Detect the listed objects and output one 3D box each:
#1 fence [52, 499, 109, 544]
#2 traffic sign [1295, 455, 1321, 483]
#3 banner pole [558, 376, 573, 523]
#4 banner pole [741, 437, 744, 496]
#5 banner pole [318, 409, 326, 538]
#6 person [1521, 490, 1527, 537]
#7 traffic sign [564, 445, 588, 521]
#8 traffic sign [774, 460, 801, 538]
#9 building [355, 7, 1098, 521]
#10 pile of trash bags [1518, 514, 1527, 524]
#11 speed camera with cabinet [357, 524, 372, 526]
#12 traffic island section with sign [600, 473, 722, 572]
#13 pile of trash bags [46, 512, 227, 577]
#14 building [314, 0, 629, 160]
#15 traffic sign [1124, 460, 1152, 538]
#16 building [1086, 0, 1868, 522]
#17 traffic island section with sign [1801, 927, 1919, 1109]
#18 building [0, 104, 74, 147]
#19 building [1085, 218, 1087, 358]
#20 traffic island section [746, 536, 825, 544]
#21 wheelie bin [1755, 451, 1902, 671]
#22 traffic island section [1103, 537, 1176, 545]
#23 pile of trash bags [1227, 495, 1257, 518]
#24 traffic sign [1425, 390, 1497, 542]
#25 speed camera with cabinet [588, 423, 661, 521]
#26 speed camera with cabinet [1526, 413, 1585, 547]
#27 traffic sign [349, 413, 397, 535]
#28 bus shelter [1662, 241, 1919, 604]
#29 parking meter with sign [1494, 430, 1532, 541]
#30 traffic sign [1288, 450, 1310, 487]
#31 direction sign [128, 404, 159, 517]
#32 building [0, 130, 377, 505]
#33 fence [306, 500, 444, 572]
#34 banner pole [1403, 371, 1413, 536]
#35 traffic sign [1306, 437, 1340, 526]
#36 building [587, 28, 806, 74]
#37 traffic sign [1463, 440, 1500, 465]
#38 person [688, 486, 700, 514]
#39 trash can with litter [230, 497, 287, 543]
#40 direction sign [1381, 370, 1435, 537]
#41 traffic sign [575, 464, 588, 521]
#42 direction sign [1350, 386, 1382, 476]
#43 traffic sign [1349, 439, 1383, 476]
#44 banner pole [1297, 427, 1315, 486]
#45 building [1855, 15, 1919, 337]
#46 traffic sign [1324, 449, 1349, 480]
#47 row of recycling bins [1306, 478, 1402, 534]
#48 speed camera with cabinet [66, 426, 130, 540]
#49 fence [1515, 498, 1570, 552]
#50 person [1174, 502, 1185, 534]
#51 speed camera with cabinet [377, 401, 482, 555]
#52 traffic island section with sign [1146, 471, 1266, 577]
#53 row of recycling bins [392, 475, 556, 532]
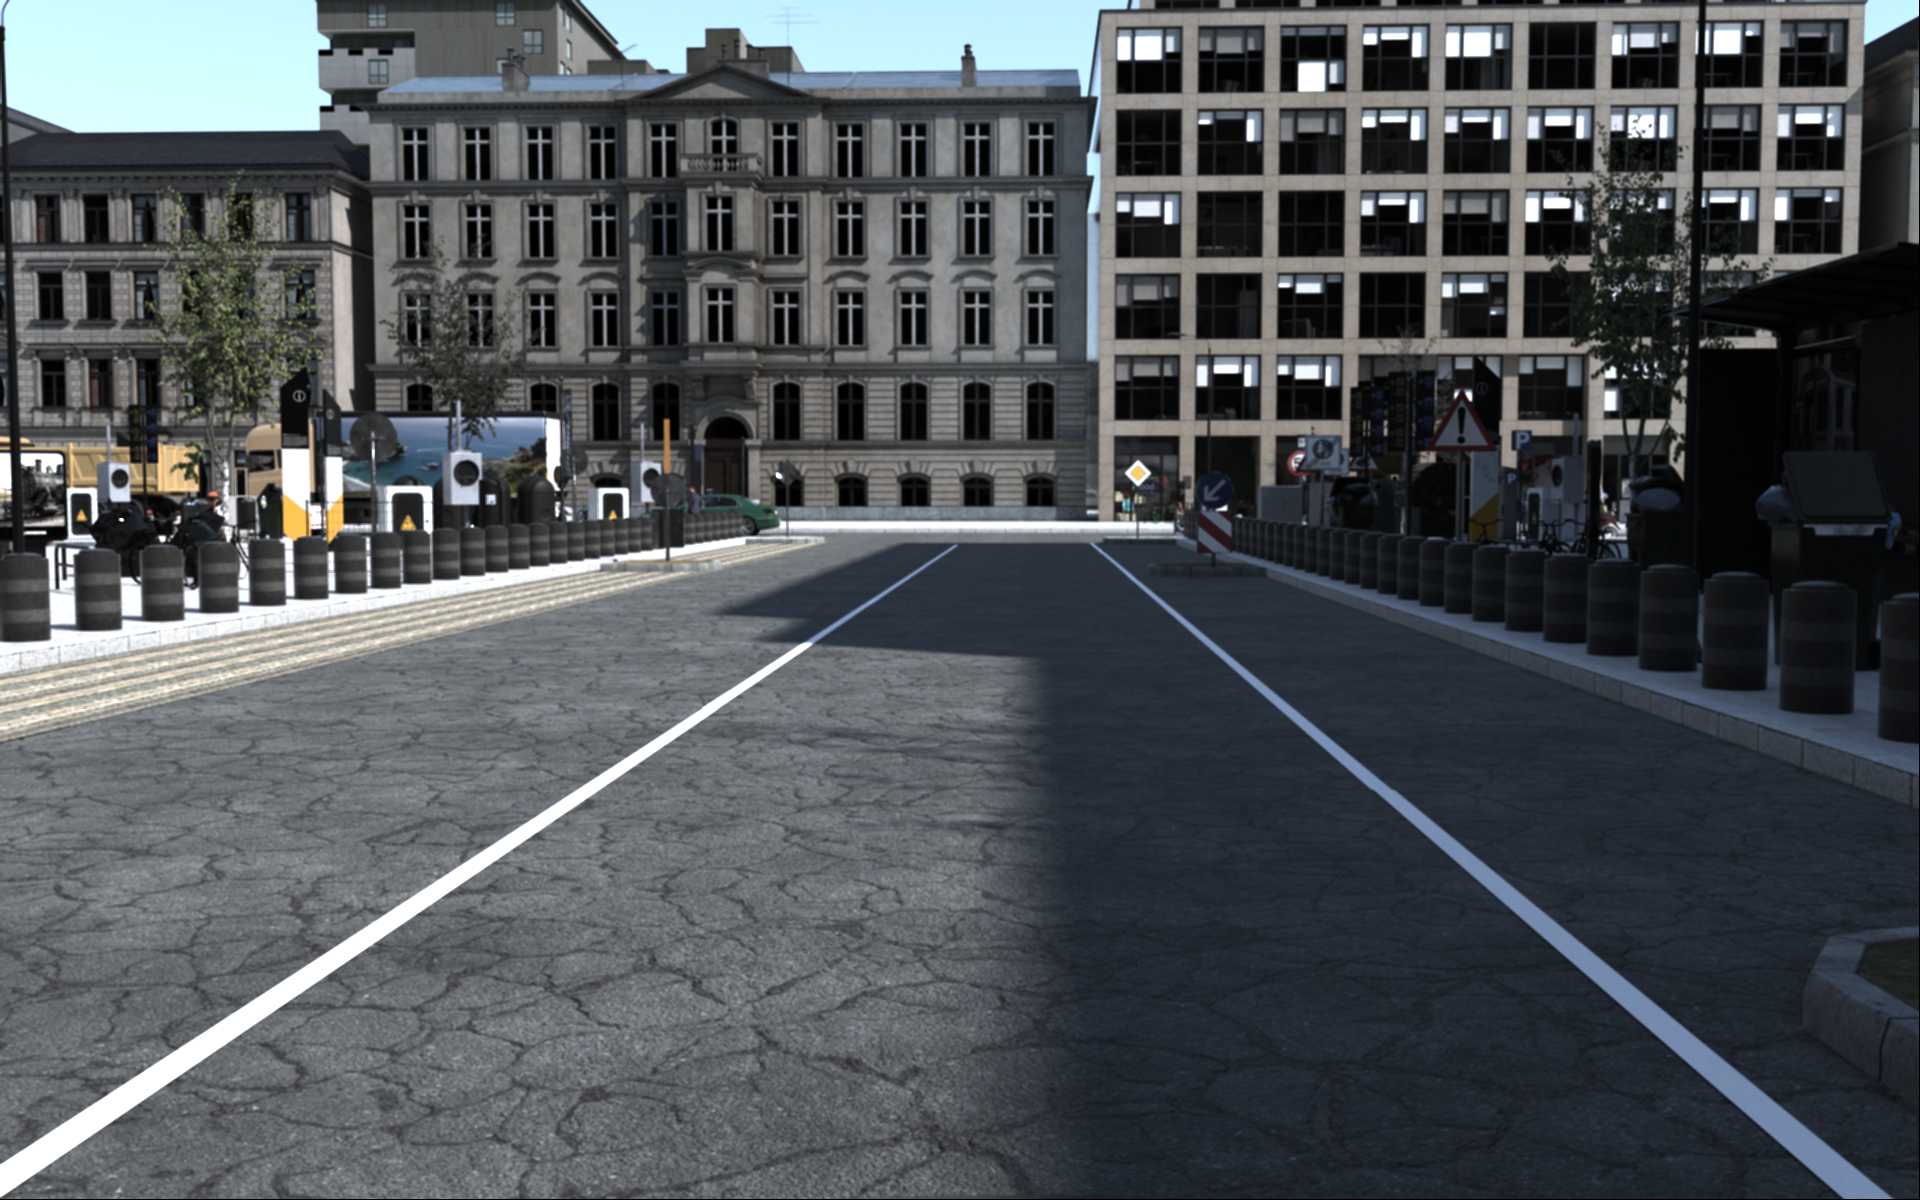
[{"bbox_3d":[-21.737,-1.881,41.955,2.264,1.192,0.480,-3,5,-41],"label":"fence"},{"bbox_3d":[8.714,-2.619,42.830,0.884,2.594,0.081,0,4,3],"label":"traffic sign"},{"bbox_3d":[-8.305,-2.843,36.495,0.401,3.779,0.863,-2,4,-32],"label":"banner pole"},{"bbox_3d":[-9.510,-5.260,76.016,0.401,3.779,0.863,0,4,-3],"label":"banner pole"},{"bbox_3d":[-18.759,-3.743,51.222,0.401,3.779,0.863,1,4,11],"label":"banner pole"},{"bbox_3d":[18.288,-2.756,55.780,0.499,1.552,0.429,1,4,18],"label":"person"},{"bbox_3d":[-10.116,-2.768,45.363,0.768,2.556,0.104,0,4,6],"label":"traffic sign"},{"bbox_3d":[-5.064,-2.885,50.817,0.795,2.450,0.064,0,4,2],"label":"traffic sign"},{"bbox_3d":[-10.751,-16.349,86.392,34.723,24.649,14.460,0,4,2],"label":"building"},{"bbox_3d":[24.479,-3.959,74.476,3.447,1.369,1.912,1,4,17],"label":"pile of trash bags"},{"bbox_3d":[-23.447,-4.652,70.401,2.038,3.252,0.660,-3,4,-36],"label":"speed camera with cabinet"},{"bbox_3d":[-5.534,-1.459,32.476,1.989,1.847,2.006,0,4,2],"label":"traffic island section with sign"},{"bbox_3d":[-13.241,-1.081,27.421,3.447,1.369,1.912,0,4,2],"label":"pile of trash bags"},{"bbox_3d":[-51.375,-36.312,182.942,27.495,52.752,28.713,0,4,2],"label":"building"},{"bbox_3d":[5.170,-2.858,50.364,0.795,2.450,0.064,0,4,2],"label":"traffic sign"},{"bbox_3d":[23.791,-17.344,88.091,34.151,26.468,19.350,0,4,2],"label":"building"},{"bbox_3d":[3.237,0.275,4.137,1.989,1.847,2.006,0,4,2],"label":"traffic island section with sign"},{"bbox_3d":[-62.527,-16.509,88.993,30.058,24.678,14.314,0,4,2],"label":"building"},{"bbox_3d":[16.074,-34.282,244.102,14.086,41.232,14.154,0,4,2],"label":"building"},{"bbox_3d":[-5.088,-1.749,50.880,2.009,0.180,2.903,0,4,2],"label":"traffic island section"},{"bbox_3d":[6.360,-0.298,12.784,0.980,1.594,0.693,0,4,6],"label":"wheelie bin"},{"bbox_3d":[5.194,-1.722,50.440,2.009,0.180,2.903,0,4,2],"label":"traffic island section"},{"bbox_3d":[12.425,-4.089,76.613,1.912,1.369,3.447,-3,5,-42],"label":"pile of trash bags"},{"bbox_3d":[6.241,-1.323,21.634,0.884,2.594,0.081,0,4,3],"label":"traffic sign"},{"bbox_3d":[-9.258,-3.273,47.848,2.038,3.252,0.660,-3,5,-43],"label":"speed camera with cabinet"},{"bbox_3d":[14.787,-2.978,43.034,0.660,3.252,2.038,0,4,-6],"label":"speed camera with cabinet"},{"bbox_3d":[-9.209,-1.657,27.196,0.768,2.556,0.104,0,4,4],"label":"traffic sign"},{"bbox_3d":[9.725,-1.709,19.222,1.731,3.624,6.357,0,4,3],"label":"bus shelter"},{"bbox_3d":[15.232,-3.181,48.272,0.543,3.016,1.738,-1,4,-9],"label":"parking meter with sign"},{"bbox_3d":[9.921,-3.078,50.433,0.768,2.556,0.104,1,4,10],"label":"traffic sign"},{"bbox_3d":[-20.648,-3.172,43.858,0.876,3.537,0.379,1,4,19],"label":"direction sign"},{"bbox_3d":[-37.975,-13.529,85.826,19.286,19.102,10.561,0,4,2],"label":"building"},{"bbox_3d":[-9.030,-0.951,26.759,2.264,1.192,0.480,0,4,0],"label":"fence"},{"bbox_3d":[9.135,-2.778,35.439,0.401,3.779,0.863,0,4,5],"label":"banner pole"},{"bbox_3d":[6.314,-1.717,30.200,0.606,2.300,0.079,0,4,6],"label":"traffic sign"},{"bbox_3d":[-26.686,-34.386,185.906,21.600,48.544,21.300,0,4,2],"label":"building"},{"bbox_3d":[9.392,-1.918,31.467,0.768,2.556,0.104,0,4,5],"label":"traffic sign"},{"bbox_3d":[-8.725,-2.896,56.771,0.530,1.710,0.541,3,4,37],"label":"person"},{"bbox_3d":[-19.179,-2.130,45.877,2.233,1.210,1.678,1,4,13],"label":"trash can with litter"},{"bbox_3d":[8.308,-2.445,31.967,0.876,3.537,0.379,2,4,35],"label":"direction sign"},{"bbox_3d":[-10.689,-2.933,48.056,0.768,2.556,0.104,0,4,7],"label":"traffic sign"},{"bbox_3d":[8.560,-2.722,36.504,0.379,3.537,0.876,-3,4,-37],"label":"direction sign"},{"bbox_3d":[9.598,-2.522,41.235,0.884,2.594,0.081,0,4,4],"label":"traffic sign"},{"bbox_3d":[12.879,-4.546,64.351,0.863,3.779,0.401,-1,4,-13],"label":"banner pole"},{"bbox_3d":[56.738,-15.324,83.831,30.059,22.955,16.112,0,4,2],"label":"building"},{"bbox_3d":[8.373,-2.235,38.669,0.606,2.300,0.079,1,4,9],"label":"traffic sign"},{"bbox_3d":[10.579,-2.413,46.573,1.069,1.692,3.534,-2,4,-25],"label":"row of recycling bins"},{"bbox_3d":[-24.741,-3.367,49.381,0.660,3.252,2.038,2,4,28],"label":"speed camera with cabinet"},{"bbox_3d":[12.591,-1.620,37.682,0.480,1.192,2.264,3,5,44],"label":"fence"},{"bbox_3d":[8.026,-2.939,62.051,1.012,1.151,0.738,-2,4,-25],"label":"person"},{"bbox_3d":[-11.084,-2.562,36.227,2.038,3.252,0.660,-2,4,-35],"label":"speed camera with cabinet"},{"bbox_3d":[4.377,-1.373,31.069,1.989,1.847,2.006,0,4,2],"label":"traffic island section with sign"},{"bbox_3d":[-10.723,-1.901,38.195,3.534,1.692,1.069,-1,4,-12],"label":"row of recycling bins"}]
